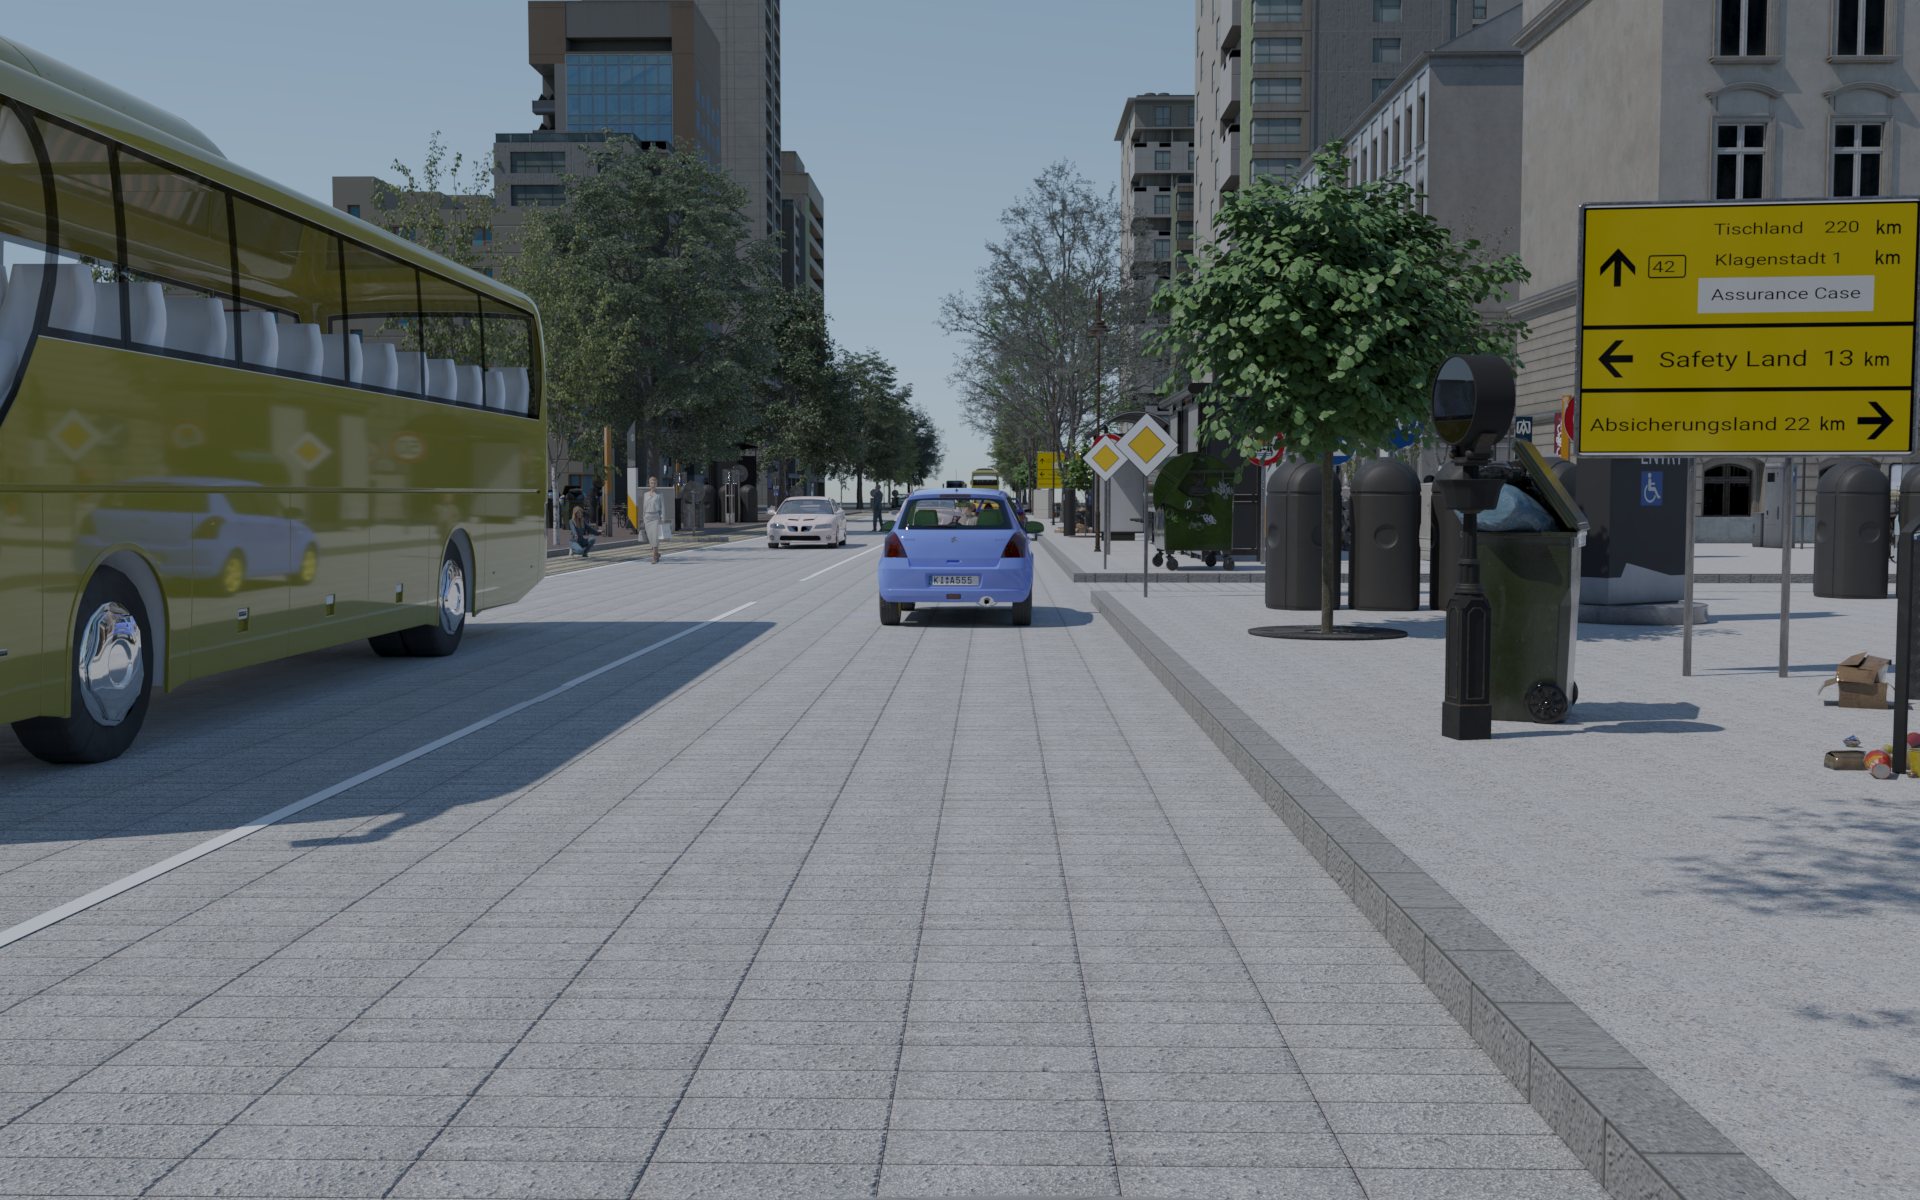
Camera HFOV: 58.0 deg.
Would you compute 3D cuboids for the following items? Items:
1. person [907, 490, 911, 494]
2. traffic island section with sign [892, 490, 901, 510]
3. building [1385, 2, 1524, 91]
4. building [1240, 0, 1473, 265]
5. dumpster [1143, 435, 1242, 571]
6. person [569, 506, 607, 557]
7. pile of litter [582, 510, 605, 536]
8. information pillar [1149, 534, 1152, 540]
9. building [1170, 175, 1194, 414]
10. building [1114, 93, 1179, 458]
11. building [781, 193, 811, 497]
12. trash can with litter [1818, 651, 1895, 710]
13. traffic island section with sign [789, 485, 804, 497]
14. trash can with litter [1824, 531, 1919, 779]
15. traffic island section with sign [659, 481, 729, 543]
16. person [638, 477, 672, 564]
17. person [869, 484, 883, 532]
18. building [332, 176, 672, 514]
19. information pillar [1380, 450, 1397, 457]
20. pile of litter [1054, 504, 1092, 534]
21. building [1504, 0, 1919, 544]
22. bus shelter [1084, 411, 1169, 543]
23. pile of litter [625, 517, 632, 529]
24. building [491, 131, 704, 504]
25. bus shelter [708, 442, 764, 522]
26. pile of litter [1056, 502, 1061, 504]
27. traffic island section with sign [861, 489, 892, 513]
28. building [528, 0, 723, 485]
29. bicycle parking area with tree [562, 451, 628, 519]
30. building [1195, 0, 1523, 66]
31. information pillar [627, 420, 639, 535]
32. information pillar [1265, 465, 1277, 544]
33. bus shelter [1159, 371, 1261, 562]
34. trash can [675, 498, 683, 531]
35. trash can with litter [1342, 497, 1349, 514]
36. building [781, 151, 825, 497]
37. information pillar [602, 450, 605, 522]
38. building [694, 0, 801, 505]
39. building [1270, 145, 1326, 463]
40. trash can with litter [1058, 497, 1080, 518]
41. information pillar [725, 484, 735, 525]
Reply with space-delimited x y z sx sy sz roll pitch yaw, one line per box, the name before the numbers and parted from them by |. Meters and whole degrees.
person | -5.126 -10.209 175.423 1.348 1.823 0.705 0 4 0
traffic island section with sign | -5.808 -9.058 156.720 1.989 1.847 2.006 0 4 1
building | 23.132 -13.932 76.946 9.793 20.994 18.267 0 4 1
building | 25.779 -26.524 117.262 14.154 41.232 14.086 0 4 1
dumpster | 3.963 -1.657 29.589 1.502 2.255 1.985 0 4 1
person | -8.468 -1.540 39.172 0.738 1.151 1.012 3 5 44
pile of litter | -11.560 -2.464 54.253 1.176 0.858 1.719 0 4 -2
information pillar | 5.480 -2.677 48.254 0.304 2.012 0.304 -3 5 -45
building | 26.179 -23.694 159.104 14.160 30.474 14.107 0 4 1
building | 35.153 -38.893 225.141 28.713 52.752 27.495 0 4 1
building | -27.641 -33.427 230.123 14.154 41.232 14.086 0 4 1
trash can with litter | 5.688 0.069 10.261 1.055 1.170 0.624 2 4 26
traffic island section with sign | -7.424 -4.290 78.771 1.989 1.847 2.006 0 4 1
trash can with litter | 4.940 0.183 8.060 2.233 1.210 1.678 -1 4 -23
traffic island section with sign | -7.987 -2.642 51.821 1.989 1.847 2.006 0 4 1
person | -6.254 -1.638 35.630 0.694 1.780 0.624 2 4 31
person | -3.196 -3.495 65.816 0.590 1.801 0.661 1 4 18
building | -36.487 -16.814 119.951 27.650 21.520 28.899 0 4 1
information pillar | 5.506 -1.888 22.229 0.183 3.616 0.504 0 4 -2
pile of litter | 3.808 -2.626 56.900 1.176 0.858 1.719 -2 4 -27
building | 34.862 -14.059 48.955 34.723 24.649 14.460 0 4 1
bus shelter | 4.345 -3.114 44.830 2.014 3.302 5.546 0 4 1
pile of litter | -11.684 -3.058 63.967 1.176 0.858 1.719 3 4 36
building | -29.183 -22.623 141.592 14.160 30.474 14.107 0 4 1
bus shelter | -10.465 -5.508 81.343 1.731 3.624 6.357 0 4 1
pile of litter | 5.346 -4.845 93.173 1.719 0.858 1.176 1 4 19
traffic island section with sign | -6.367 -7.409 129.770 1.989 1.847 2.006 0 4 1
building | -29.419 -30.937 155.922 14.600 45.320 14.200 0 4 1
bicycle parking area with tree | -22.684 -6.836 98.765 9.016 4.147 8.231 3 5 43
building | 33.475 -33.533 137.506 28.713 52.752 27.495 0 4 1
information pillar | -10.386 -3.893 55.005 0.183 3.616 0.504 -3 5 -43
information pillar | 7.464 -3.064 41.449 0.504 3.616 0.183 2 4 26
bus shelter | 5.450 -3.618 36.792 2.179 5.291 8.768 0 4 1
trash can | -9.938 -2.946 59.825 0.748 1.137 0.748 0 3 0
trash can with litter | 10.679 -2.330 49.159 1.678 1.210 2.233 -2 4 -30
building | -31.066 -38.170 247.785 21.300 48.544 21.600 0 4 1
information pillar | -16.276 -5.370 79.152 0.183 3.616 0.504 -1 4 -15
building | -30.384 -47.321 211.946 20.563 71.187 20.611 0 4 1
building | 22.922 -15.048 95.187 9.793 20.994 18.267 0 4 1
trash can with litter | 5.591 -4.736 88.816 1.055 1.170 0.624 -3 4 -37
information pillar | -9.701 -4.193 73.051 0.304 2.012 0.304 1 4 12
